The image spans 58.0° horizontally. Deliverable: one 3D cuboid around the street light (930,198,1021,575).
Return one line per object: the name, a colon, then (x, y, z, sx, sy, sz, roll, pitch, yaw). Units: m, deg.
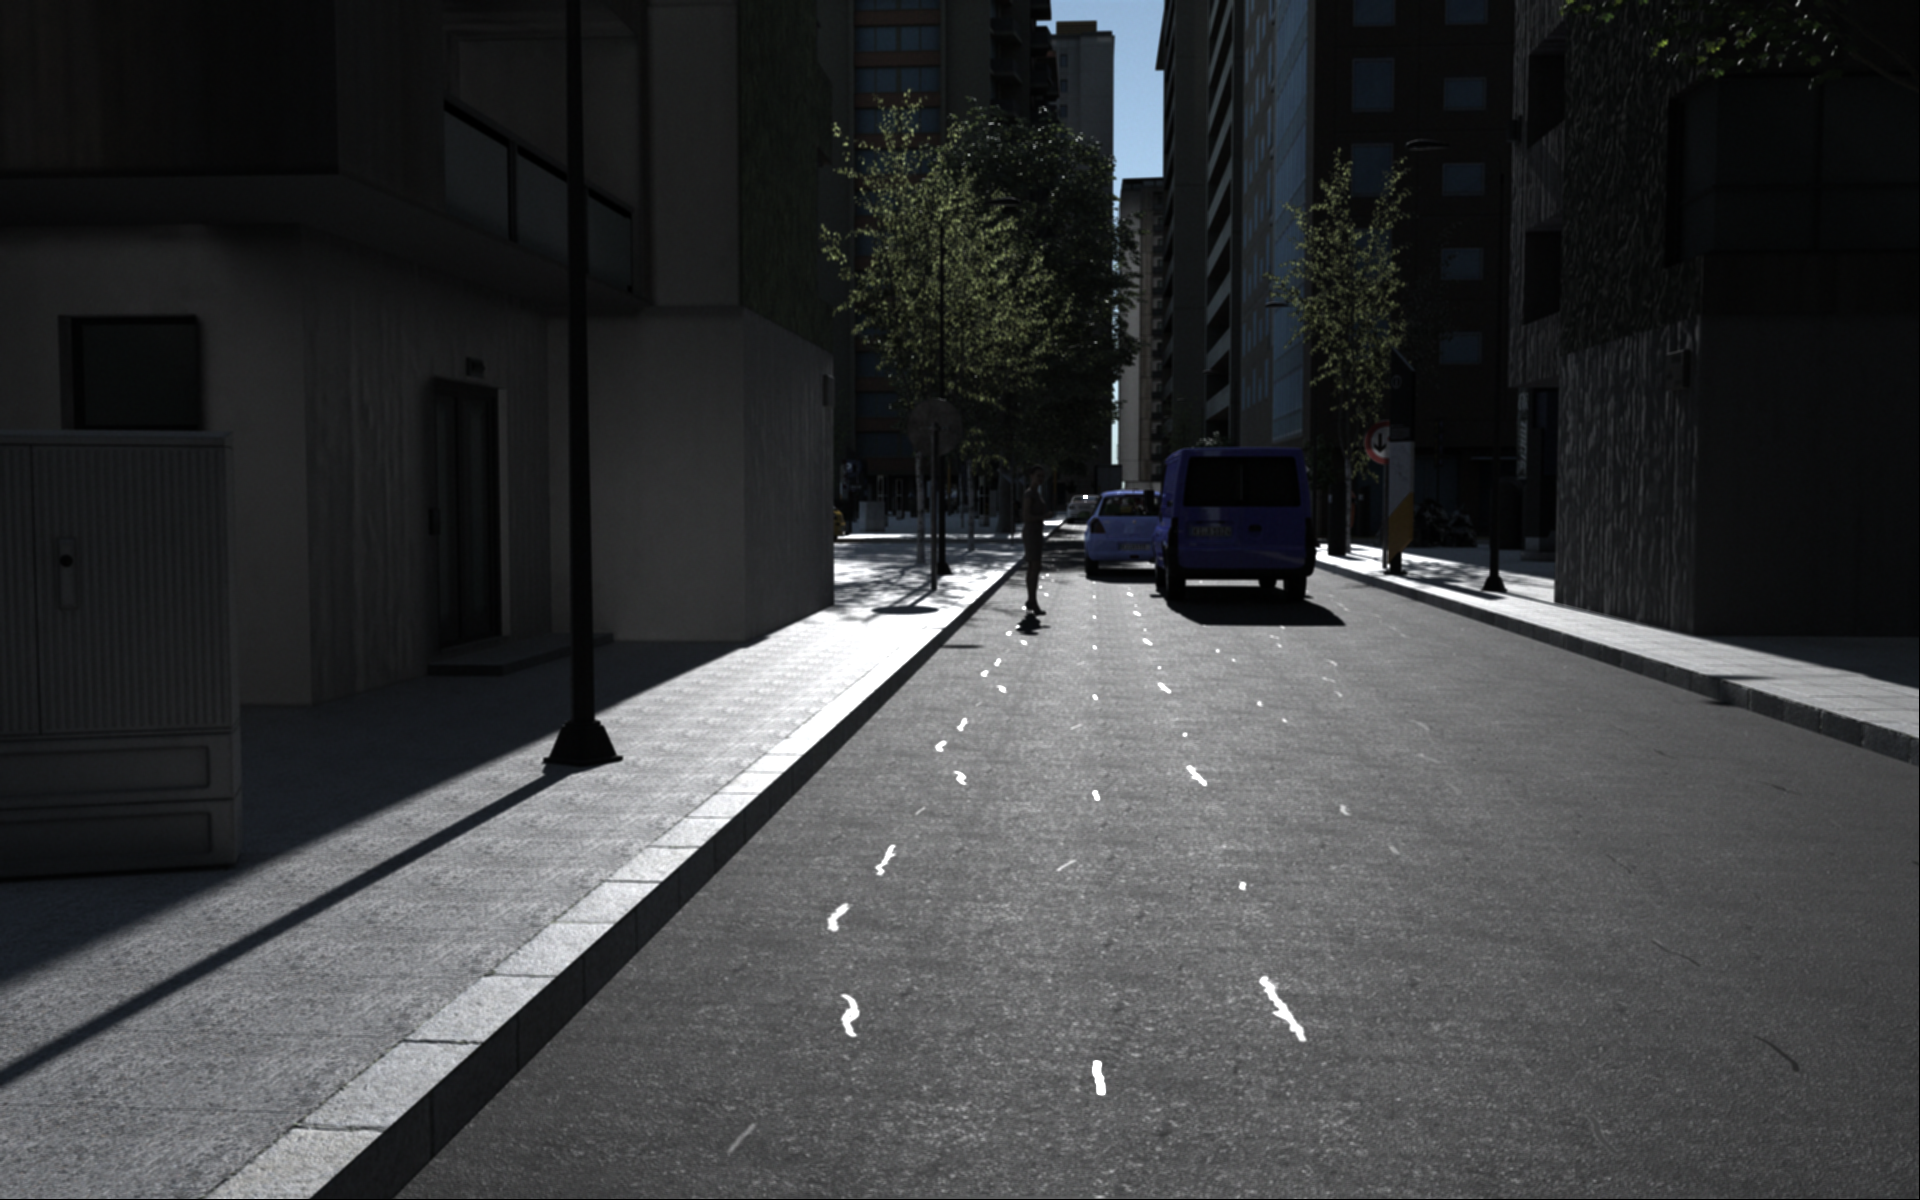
street light: (0.250, -3.352, 27.342, 1.470, 5.913, 1.316, 0, 4, 4)

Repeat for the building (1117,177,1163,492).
building: (26.888, -32.619, 216.909, 14.086, 41.232, 14.154, 0, 4, 4)

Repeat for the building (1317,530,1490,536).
building: (18.204, -24.920, 57.552, 14.200, 45.320, 14.600, 0, 4, 4)

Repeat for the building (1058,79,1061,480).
building: (-1.353, -31.523, 170.022, 22.147, 44.769, 28.867, 0, 4, 4)

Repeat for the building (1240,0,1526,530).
building: (19.717, -25.928, 74.037, 14.600, 45.320, 14.200, 0, 4, 4)

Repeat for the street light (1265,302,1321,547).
street light: (8.094, -4.254, 42.100, 1.470, 5.913, 1.316, 0, 4, 4)

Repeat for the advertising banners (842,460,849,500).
advertising banners: (-5.624, -5.694, 89.286, 0.090, 3.025, 2.074, 1, 4, 22)

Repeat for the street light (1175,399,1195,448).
street light: (11.303, -6.861, 84.724, 1.470, 5.913, 1.316, 0, 4, 4)

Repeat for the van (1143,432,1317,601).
van: (3.835, -1.262, 25.016, 2.240, 2.365, 5.245, 0, 4, 4)

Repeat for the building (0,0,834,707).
building: (-8.977, -20.117, 12.505, 14.154, 41.232, 14.086, 0, 4, 4)

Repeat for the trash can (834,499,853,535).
trash can: (-3.693, -2.606, 54.265, 0.748, 1.137, 0.748, 0, 3, 0)

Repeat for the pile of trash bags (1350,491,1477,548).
pile of trash bags: (10.685, -1.978, 42.088, 3.447, 1.369, 1.912, -1, 4, -9)

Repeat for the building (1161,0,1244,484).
building: (27.121, -31.367, 136.556, 21.300, 48.544, 21.600, 0, 4, 4)

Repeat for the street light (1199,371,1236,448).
street light: (9.809, -5.668, 65.207, 1.470, 5.913, 1.316, 0, 4, 4)

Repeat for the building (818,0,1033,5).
building: (-3.730, -29.747, 140.986, 22.147, 44.769, 28.867, 0, 4, 4)

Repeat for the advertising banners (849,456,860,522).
advertising banners: (-4.778, -5.078, 79.207, 0.090, 3.025, 2.074, 0, 4, 3)

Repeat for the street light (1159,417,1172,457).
street light: (12.910, -8.044, 104.065, 1.470, 5.913, 1.316, 0, 4, 4)

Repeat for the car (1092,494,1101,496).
car: (10.868, -7.620, 136.594, 2.014, 1.417, 4.499, 0, 4, 3)

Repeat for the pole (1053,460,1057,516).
pole: (5.461, -6.458, 99.430, 0.158, 3.312, 0.155, 0, 3, 0)

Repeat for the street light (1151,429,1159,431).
street light: (14.400, -9.292, 124.459, 1.470, 5.913, 1.316, 0, 4, 4)

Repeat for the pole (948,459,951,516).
pole: (-0.627, -6.611, 101.926, 0.158, 3.312, 0.155, 0, 3, 0)

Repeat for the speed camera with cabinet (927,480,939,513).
speed camera with cabinet: (-1.761, -7.428, 115.787, 0.660, 3.252, 2.038, 1, 4, 10)

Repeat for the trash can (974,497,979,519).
trash can: (0.842, -4.847, 90.899, 0.748, 1.137, 0.748, 0, 3, 0)

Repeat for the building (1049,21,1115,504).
building: (5.274, -41.505, 220.602, 28.212, 58.520, 21.231, 0, 4, 4)

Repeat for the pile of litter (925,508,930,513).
pile of litter: (-2.008, -6.468, 119.722, 1.176, 0.858, 1.719, 3, 5, 43)

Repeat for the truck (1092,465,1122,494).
truck: (14.432, -11.061, 169.766, 2.839, 4.237, 11.283, 0, 4, 3)

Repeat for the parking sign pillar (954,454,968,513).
parking sign pillar: (0.304, -7.936, 118.231, 1.447, 3.967, 1.447, 2, 4, 26)

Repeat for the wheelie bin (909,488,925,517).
wheelie bin: (-2.406, -5.333, 95.097, 0.980, 1.594, 0.693, -3, 5, -44)

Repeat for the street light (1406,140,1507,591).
street light: (6.547, -3.077, 22.854, 1.470, 5.913, 1.316, 0, 4, 4)

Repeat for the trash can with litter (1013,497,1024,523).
trash can with litter: (2.618, -3.945, 75.891, 1.055, 1.170, 0.624, -1, 4, -14)

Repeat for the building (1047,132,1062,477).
building: (4.331, -31.217, 193.996, 14.086, 41.232, 14.154, 0, 4, 4)

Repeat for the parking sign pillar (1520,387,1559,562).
parking sign pillar: (11.549, -2.739, 33.257, 1.447, 3.967, 1.447, -1, 4, -21)

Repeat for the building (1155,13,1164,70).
building: (35.610, -36.422, 184.740, 28.713, 52.752, 27.495, 0, 4, 4)

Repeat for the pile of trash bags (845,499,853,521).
pile of trash bags: (-6.757, -4.463, 82.714, 1.912, 1.369, 3.447, 3, 5, 42)

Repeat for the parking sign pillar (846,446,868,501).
parking sign pillar: (-5.845, -6.639, 97.021, 1.447, 3.967, 1.447, 2, 4, 27)

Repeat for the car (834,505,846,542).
car: (-5.254, -2.381, 49.149, 3.980, 1.641, 2.015, 0, 4, 5)

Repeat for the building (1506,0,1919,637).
building: (14.162, -15.250, 21.037, 14.160, 30.474, 14.107, 0, 4, 4)

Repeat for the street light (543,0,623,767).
street light: (-1.271, -2.174, 8.094, 1.470, 5.913, 1.316, 0, 4, 4)

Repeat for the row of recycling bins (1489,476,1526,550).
row of recycling bins: (13.638, -1.965, 39.239, 1.069, 1.692, 3.534, -3, 5, -43)

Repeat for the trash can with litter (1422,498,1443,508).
trash can with litter: (13.793, -2.364, 50.031, 1.055, 1.170, 0.624, -2, 4, -24)

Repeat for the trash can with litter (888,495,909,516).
trash can with litter: (-3.980, -5.519, 101.298, 2.233, 1.210, 1.678, 3, 5, 41)

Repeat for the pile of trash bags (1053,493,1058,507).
pile of trash bags: (5.071, -6.419, 114.699, 3.447, 1.369, 1.912, -3, 4, -38)
